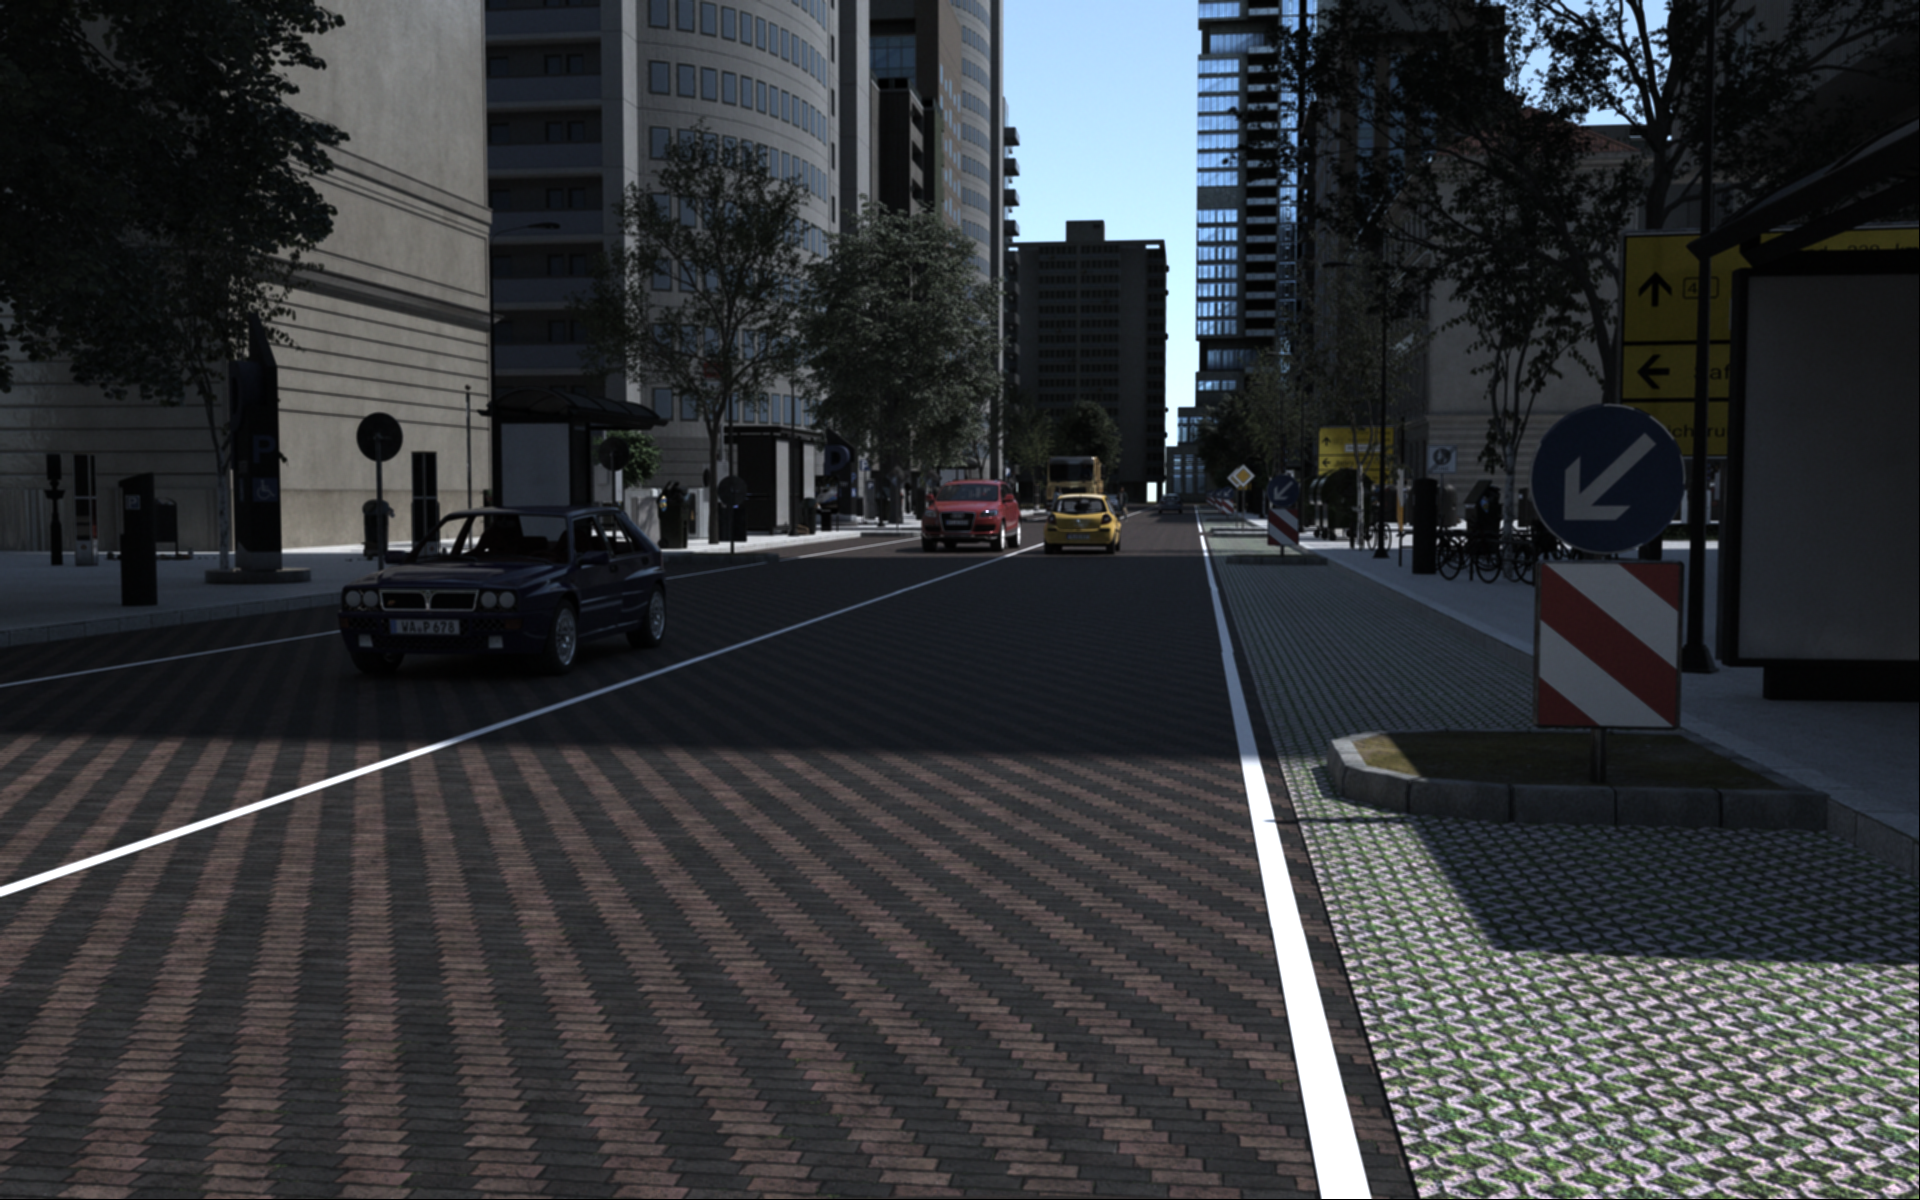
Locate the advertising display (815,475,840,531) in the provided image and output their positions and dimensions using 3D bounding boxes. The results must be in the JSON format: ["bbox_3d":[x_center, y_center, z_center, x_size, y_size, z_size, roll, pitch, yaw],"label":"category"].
[{"bbox_3d":[-4.613,-3.336,59.764,0.974,1.923,0.123,1,4,22],"label":"advertising display"}]

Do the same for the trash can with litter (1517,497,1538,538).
[{"bbox_3d":[17.261,-2.436,50.893,2.233,1.210,1.678,-2,4,-25],"label":"trash can with litter"}]

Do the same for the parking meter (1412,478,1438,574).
[{"bbox_3d":[7.477,-1.189,27.854,0.372,1.533,0.369,0,3,0],"label":"parking meter"}]

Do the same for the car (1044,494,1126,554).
[{"bbox_3d":[3.047,-1.981,42.614,2.015,1.641,3.980,0,4,8],"label":"car"}]

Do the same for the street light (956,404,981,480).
[{"bbox_3d":[0.386,-7.154,89.510,1.470,5.913,1.316,0,4,8],"label":"street light"}]

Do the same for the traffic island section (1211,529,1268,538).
[{"bbox_3d":[9.467,-2.175,57.845,2.009,0.180,2.903,0,4,8],"label":"traffic island section"}]

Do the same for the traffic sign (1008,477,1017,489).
[{"bbox_3d":[3.773,-7.716,126.257,0.768,2.556,0.104,1,4,13],"label":"traffic sign"}]

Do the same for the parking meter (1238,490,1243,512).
[{"bbox_3d":[19.614,-6.890,121.067,0.372,1.533,0.369,0,3,0],"label":"parking meter"}]

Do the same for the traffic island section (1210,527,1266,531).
[{"bbox_3d":[10.530,-2.659,65.759,2.009,0.180,2.903,0,4,8],"label":"traffic island section"}]

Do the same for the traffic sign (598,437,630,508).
[{"bbox_3d":[-7.667,-2.339,38.350,0.768,2.556,0.104,1,4,16],"label":"traffic sign"}]

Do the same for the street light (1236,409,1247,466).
[{"bbox_3d":[16.021,-7.488,94.969,1.470,5.913,1.316,0,4,8],"label":"street light"}]

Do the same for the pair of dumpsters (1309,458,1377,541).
[{"bbox_3d":[10.861,-2.860,49.247,1.574,2.255,4.437,0,4,8],"label":"pair of dumpsters"}]

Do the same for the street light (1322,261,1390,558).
[{"bbox_3d":[7.914,-3.799,34.653,1.470,5.913,1.316,0,4,8],"label":"street light"}]

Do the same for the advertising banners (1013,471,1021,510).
[{"bbox_3d":[4.384,-8.401,133.546,0.090,3.025,2.074,-1,4,-14],"label":"advertising banners"}]

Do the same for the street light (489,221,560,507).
[{"bbox_3d":[-7.492,-3.497,29.711,1.470,5.913,1.316,0,4,8],"label":"street light"}]

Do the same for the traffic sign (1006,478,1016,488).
[{"bbox_3d":[3.536,-7.302,120.570,0.795,2.450,0.064,1,4,10],"label":"traffic sign"}]

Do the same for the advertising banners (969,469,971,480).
[{"bbox_3d":[0.576,-7.812,123.911,0.090,3.025,2.074,-1,4,-9],"label":"advertising banners"}]

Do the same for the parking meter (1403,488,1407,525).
[{"bbox_3d":[18.578,-3.933,72.708,0.372,1.533,0.369,0,3,0],"label":"parking meter"}]

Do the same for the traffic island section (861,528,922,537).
[{"bbox_3d":[-2.170,-2.271,59.407,2.009,0.180,2.903,0,4,8],"label":"traffic island section"}]

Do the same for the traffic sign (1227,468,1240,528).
[{"bbox_3d":[10.505,-3.795,65.685,0.795,2.450,0.064,0,4,8],"label":"traffic sign"}]

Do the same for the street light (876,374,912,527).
[{"bbox_3d":[-2.534,-5.794,67.268,1.470,5.913,1.316,0,4,8],"label":"street light"}]

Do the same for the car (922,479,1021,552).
[{"bbox_3d":[0.348,-2.200,44.648,2.281,1.827,5.304,1,4,9],"label":"car"}]

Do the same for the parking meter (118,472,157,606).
[{"bbox_3d":[-9.475,-0.706,19.960,0.372,1.533,0.369,0,3,0],"label":"parking meter"}]

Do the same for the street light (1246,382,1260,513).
[{"bbox_3d":[12.826,-6.089,72.097,1.470,5.913,1.316,0,4,8],"label":"street light"}]

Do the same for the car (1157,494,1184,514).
[{"bbox_3d":[15.605,-7.121,128.424,2.014,1.417,4.499,0,4,7],"label":"car"}]

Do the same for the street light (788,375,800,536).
[{"bbox_3d":[-4.533,-4.889,52.475,1.470,5.913,1.316,0,4,8],"label":"street light"}]

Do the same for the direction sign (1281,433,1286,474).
[{"bbox_3d":[12.153,-4.473,65.127,0.379,3.537,0.876,0,4,1],"label":"direction sign"}]

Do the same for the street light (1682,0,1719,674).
[{"bbox_3d":[4.783,-2.440,12.439,1.470,5.913,1.316,0,4,8],"label":"street light"}]

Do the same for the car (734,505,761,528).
[{"bbox_3d":[-9.248,-3.429,65.655,3.694,1.707,1.945,0,4,7],"label":"car"}]

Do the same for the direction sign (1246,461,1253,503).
[{"bbox_3d":[19.999,-7.815,119.774,0.379,3.537,0.876,3,5,40],"label":"direction sign"}]

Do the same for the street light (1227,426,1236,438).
[{"bbox_3d":[19.063,-8.878,117.689,1.470,5.913,1.316,0,4,8],"label":"street light"}]

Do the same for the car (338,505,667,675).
[{"bbox_3d":[-3.823,-0.149,15.013,1.945,1.354,3.894,0,4,7],"label":"car"}]

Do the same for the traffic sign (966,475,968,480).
[{"bbox_3d":[0.048,-6.022,98.568,0.768,2.556,0.104,1,4,15],"label":"traffic sign"}]

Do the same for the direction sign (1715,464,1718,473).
[{"bbox_3d":[57.639,-8.548,131.762,0.379,3.537,0.876,0,4,-4],"label":"direction sign"}]

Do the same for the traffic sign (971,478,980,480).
[{"bbox_3d":[1.037,-6.812,113.500,0.606,2.300,0.079,0,4,8],"label":"traffic sign"}]

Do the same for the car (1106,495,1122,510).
[{"bbox_3d":[13.942,-8.956,158.800,2.083,1.381,4.827,0,4,7],"label":"car"}]

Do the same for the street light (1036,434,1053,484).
[{"bbox_3d":[6.515,-9.930,134.894,1.470,5.913,1.316,0,4,8],"label":"street light"}]

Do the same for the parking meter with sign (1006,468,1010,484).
[{"bbox_3d":[2.537,-7.316,115.871,1.738,3.016,0.543,3,5,44],"label":"parking meter with sign"}]

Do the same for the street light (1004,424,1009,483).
[{"bbox_3d":[3.438,-8.513,111.735,1.470,5.913,1.316,0,4,8],"label":"street light"}]

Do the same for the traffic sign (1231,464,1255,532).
[{"bbox_3d":[9.442,-3.311,57.770,0.795,2.450,0.064,0,4,8],"label":"traffic sign"}]

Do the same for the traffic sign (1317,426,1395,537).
[{"bbox_3d":[11.825,-3.542,51.786,2.265,3.308,0.079,1,4,11],"label":"traffic sign"}]

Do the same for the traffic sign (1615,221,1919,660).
[{"bbox_3d":[6.202,-1.185,13.255,2.265,3.308,0.079,1,4,12],"label":"traffic sign"}]

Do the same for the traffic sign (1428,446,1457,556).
[{"bbox_3d":[10.018,-2.074,36.046,0.606,2.300,0.079,1,4,15],"label":"traffic sign"}]

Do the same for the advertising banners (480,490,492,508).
[{"bbox_3d":[-12.686,-3.270,49.653,2.074,3.025,0.090,-1,4,-17],"label":"advertising banners"}]

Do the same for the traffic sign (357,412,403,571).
[{"bbox_3d":[-9.067,-1.648,27.051,0.768,2.556,0.104,1,4,9],"label":"traffic sign"}]

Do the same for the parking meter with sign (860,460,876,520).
[{"bbox_3d":[-4.619,-5.595,87.738,0.543,3.016,1.738,-1,4,-16],"label":"parking meter with sign"}]

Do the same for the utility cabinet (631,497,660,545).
[{"bbox_3d":[-7.837,-1.999,43.853,0.306,1.237,1.020,3,5,43],"label":"utility cabinet"}]

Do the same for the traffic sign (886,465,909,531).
[{"bbox_3d":[-2.145,-3.407,59.342,0.795,2.450,0.064,0,4,8],"label":"traffic sign"}]

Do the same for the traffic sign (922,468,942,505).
[{"bbox_3d":[-1.082,-3.891,67.256,0.795,2.450,0.064,0,4,8],"label":"traffic sign"}]

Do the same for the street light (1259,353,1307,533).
[{"bbox_3d":[10.707,-5.161,56.923,1.470,5.913,1.316,0,4,8],"label":"street light"}]

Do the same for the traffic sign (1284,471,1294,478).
[{"bbox_3d":[13.995,-4.409,74.212,0.606,2.300,0.079,1,4,12],"label":"traffic sign"}]

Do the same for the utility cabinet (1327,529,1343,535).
[{"bbox_3d":[11.705,-2.778,54.105,0.318,1.500,1.173,2,4,25],"label":"utility cabinet"}]

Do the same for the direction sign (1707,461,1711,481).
[{"bbox_3d":[43.983,-6.757,102.477,0.379,3.537,0.876,-3,4,-36],"label":"direction sign"}]

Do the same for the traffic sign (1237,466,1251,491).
[{"bbox_3d":[20.895,-7.921,123.378,2.265,3.308,0.079,1,4,16],"label":"traffic sign"}]
